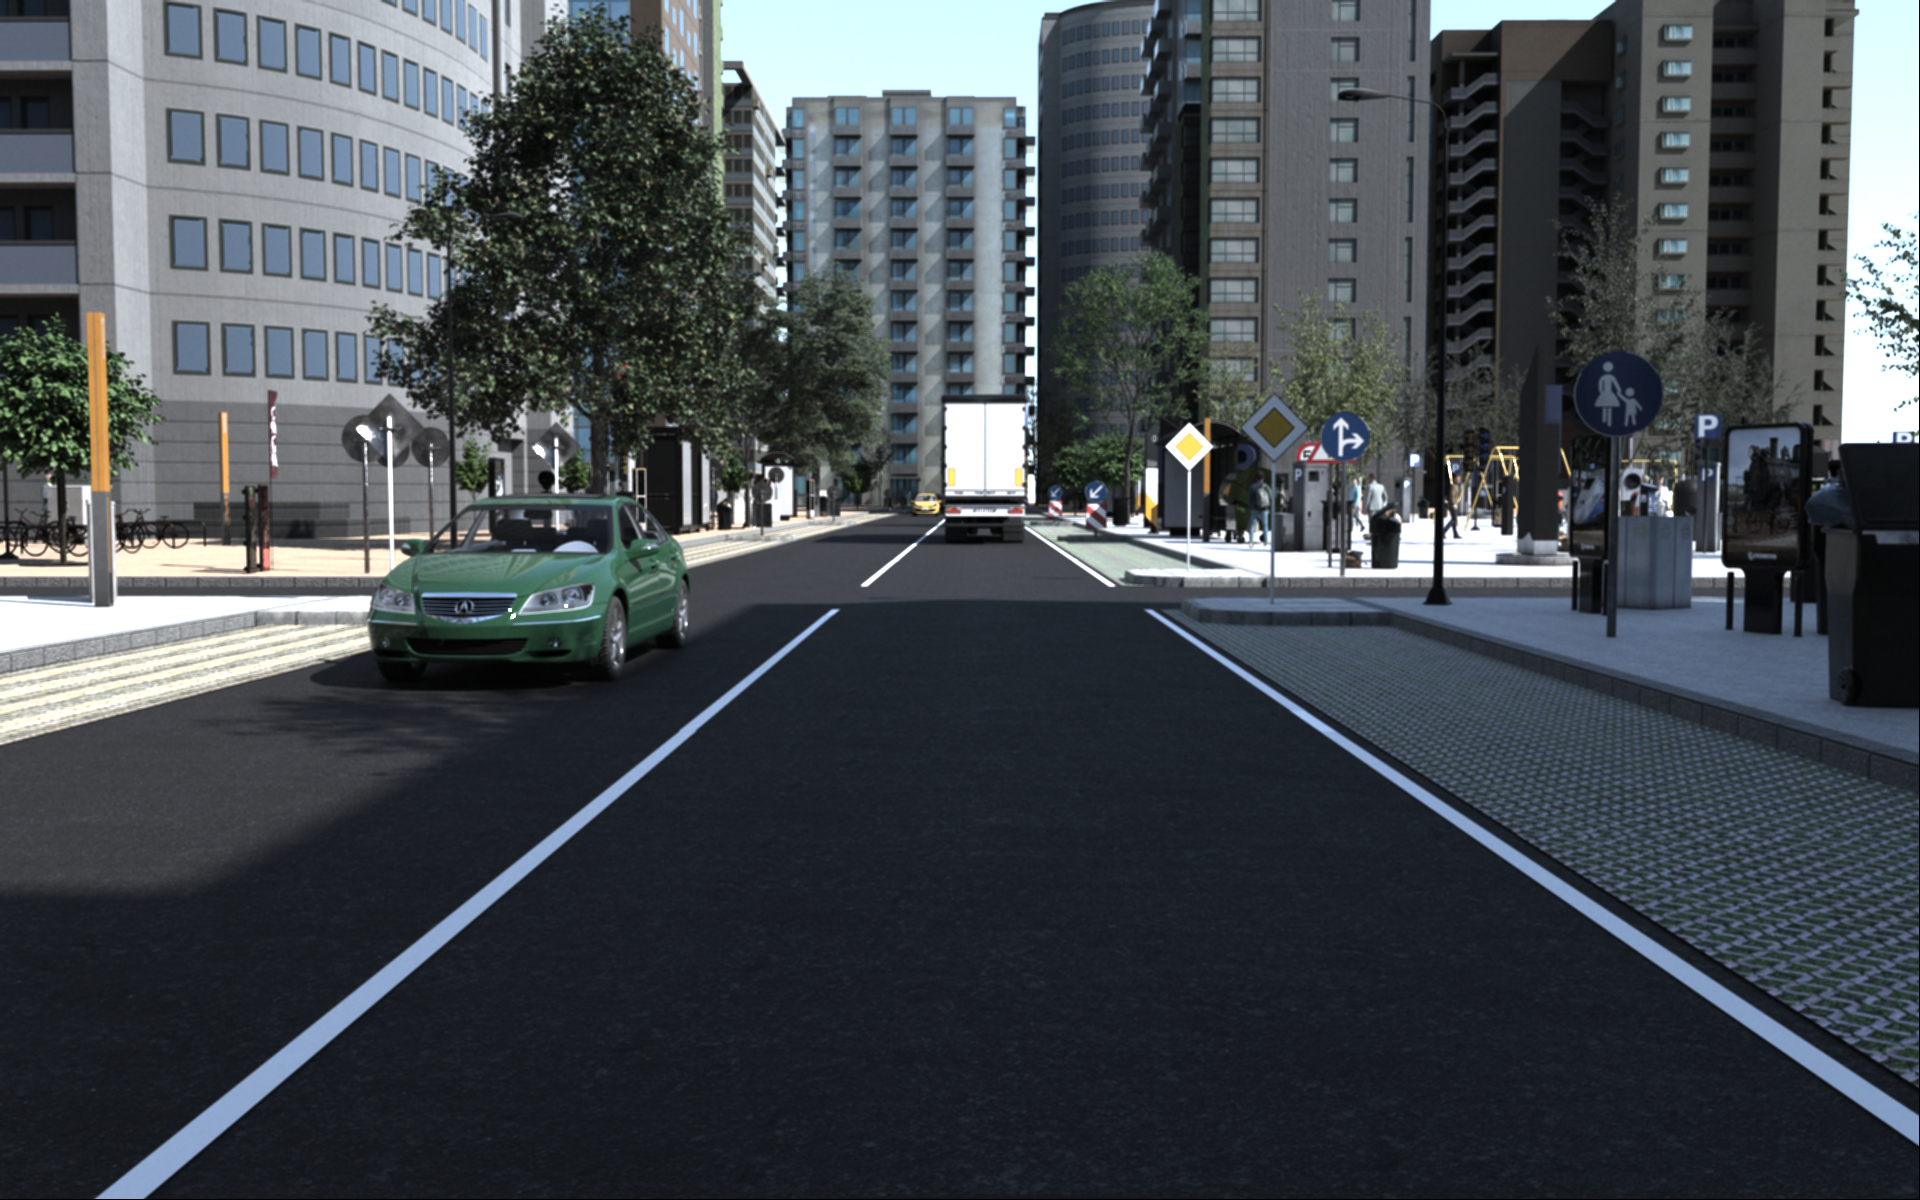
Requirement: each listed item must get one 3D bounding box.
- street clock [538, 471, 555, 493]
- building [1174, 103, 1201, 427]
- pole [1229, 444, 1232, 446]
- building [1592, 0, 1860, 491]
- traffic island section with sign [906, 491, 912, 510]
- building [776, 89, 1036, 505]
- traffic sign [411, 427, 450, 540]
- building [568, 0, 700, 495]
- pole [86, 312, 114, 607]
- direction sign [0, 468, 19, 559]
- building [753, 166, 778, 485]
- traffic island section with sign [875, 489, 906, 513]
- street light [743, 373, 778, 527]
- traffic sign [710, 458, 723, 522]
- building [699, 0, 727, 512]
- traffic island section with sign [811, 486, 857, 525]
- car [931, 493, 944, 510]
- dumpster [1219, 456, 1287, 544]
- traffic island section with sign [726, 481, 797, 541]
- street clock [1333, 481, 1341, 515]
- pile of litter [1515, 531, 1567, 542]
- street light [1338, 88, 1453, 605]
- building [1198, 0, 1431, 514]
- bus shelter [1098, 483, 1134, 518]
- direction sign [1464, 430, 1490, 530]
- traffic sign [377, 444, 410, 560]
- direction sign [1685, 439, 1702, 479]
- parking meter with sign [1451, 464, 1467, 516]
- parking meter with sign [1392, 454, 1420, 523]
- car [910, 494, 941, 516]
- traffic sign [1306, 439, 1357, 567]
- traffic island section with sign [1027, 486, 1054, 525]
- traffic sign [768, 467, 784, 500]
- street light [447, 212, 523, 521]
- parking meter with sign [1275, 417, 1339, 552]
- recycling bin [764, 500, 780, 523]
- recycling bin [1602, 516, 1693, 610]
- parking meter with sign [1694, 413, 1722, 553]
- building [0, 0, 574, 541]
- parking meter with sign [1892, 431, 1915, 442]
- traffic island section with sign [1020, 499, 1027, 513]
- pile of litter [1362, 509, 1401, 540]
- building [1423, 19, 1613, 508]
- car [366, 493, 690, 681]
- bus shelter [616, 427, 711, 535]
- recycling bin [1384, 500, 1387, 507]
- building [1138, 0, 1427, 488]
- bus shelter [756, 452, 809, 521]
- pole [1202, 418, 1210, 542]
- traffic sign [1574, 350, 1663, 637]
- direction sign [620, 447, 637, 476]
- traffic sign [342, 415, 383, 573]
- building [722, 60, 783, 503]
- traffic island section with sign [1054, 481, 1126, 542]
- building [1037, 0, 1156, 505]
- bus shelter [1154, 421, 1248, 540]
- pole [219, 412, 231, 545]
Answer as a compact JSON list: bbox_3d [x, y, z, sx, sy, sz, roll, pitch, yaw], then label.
[{"bbox_3d":[-12.984,-3.050,54.442,0.471,2.002,0.358,1,4,17],"label":"street clock"},{"bbox_3d":[23.078,-22.002,131.426,14.160,30.474,14.107,0,4,1],"label":"building"},{"bbox_3d":[8.954,-3.900,57.604,0.158,3.312,0.155,0,3,0],"label":"pole"},{"bbox_3d":[68.724,-32.730,158.830,21.600,48.544,21.300,0,4,1],"label":"building"},{"bbox_3d":[-5.060,-9.096,157.341,1.989,1.847,2.006,0,4,1],"label":"traffic island section with sign"},{"bbox_3d":[-6.348,-35.977,207.837,30.456,49.044,23.786,0,4,1],"label":"building"},{"bbox_3d":[-10.101,-2.016,33.076,0.768,2.556,0.104,0,4,3],"label":"traffic sign"},{"bbox_3d":[-24.471,-28.125,109.959,14.600,45.320,14.200,0,4,1],"label":"building"},{"bbox_3d":[-9.715,-1.573,19.566,0.158,3.312,0.155,0,3,0],"label":"pole"},{"bbox_3d":[-18.876,-2.584,34.238,0.379,3.537,0.876,0,4,6],"label":"direction sign"},{"bbox_3d":[-29.049,-33.795,202.652,14.200,45.320,14.600,0,4,1],"label":"building"},{"bbox_3d":[-5.313,-7.422,129.985,1.989,1.847,2.006,0,4,1],"label":"traffic island section with sign"},{"bbox_3d":[-7.679,-5.749,66.534,1.470,5.913,1.316,0,4,1],"label":"street light"},{"bbox_3d":[-8.842,-3.783,61.959,0.768,2.556,0.104,0,4,5],"label":"traffic sign"},{"bbox_3d":[-24.850,-26.949,124.204,14.154,41.232,14.086,0,4,1],"label":"building"},{"bbox_3d":[-5.780,-4.358,79.880,1.989,1.847,2.006,0,4,1],"label":"traffic island section with sign"},{"bbox_3d":[-2.362,-8.822,153.272,2.155,1.783,4.494,0,3,0],"label":"car"},{"bbox_3d":[7.632,-2.612,45.204,1.502,2.255,1.985,0,4,0],"label":"dumpster"},{"bbox_3d":[-6.039,-2.709,52.926,1.989,1.847,2.006,0,4,1],"label":"traffic island section with sign"},{"bbox_3d":[19.128,-5.108,88.078,0.471,2.002,0.358,2,4,30],"label":"street clock"},{"bbox_3d":[15.785,-1.996,46.593,1.719,0.858,1.176,0,4,6],"label":"pile of litter"},{"bbox_3d":[5.025,-2.903,20.007,1.470,5.913,1.316,0,4,1],"label":"street light"},{"bbox_3d":[23.024,-26.510,117.027,14.154,41.232,14.086,0,4,1],"label":"building"},{"bbox_3d":[8.619,-6.236,95.889,2.014,3.302,5.546,0,4,0],"label":"bus shelter"},{"bbox_3d":[18.236,-4.232,61.185,0.876,3.537,0.379,2,4,31],"label":"direction sign"},{"bbox_3d":[-11.014,-2.045,33.534,0.768,2.556,0.104,0,4,8],"label":"traffic sign"},{"bbox_3d":[30.402,-4.886,71.880,0.379,3.537,0.876,-1,4,-18],"label":"direction sign"},{"bbox_3d":[28.824,-6.340,99.928,0.543,3.016,1.738,2,4,32],"label":"parking meter with sign"},{"bbox_3d":[19.575,-4.912,76.573,0.543,3.016,1.738,-1,4,-20],"label":"parking meter with sign"},{"bbox_3d":[-2.215,-6.314,113.450,2.015,1.641,3.980,0,4,1],"label":"car"},{"bbox_3d":[6.502,-1.858,30.377,0.884,2.594,0.081,0,4,7],"label":"traffic sign"},{"bbox_3d":[4.235,-4.346,79.683,1.989,1.847,2.006,0,4,1],"label":"traffic island section with sign"},{"bbox_3d":[-8.603,-4.949,81.025,0.768,2.556,0.104,1,4,9],"label":"traffic sign"},{"bbox_3d":[-7.902,-3.437,28.732,1.470,5.913,1.316,0,4,1],"label":"street light"},{"bbox_3d":[7.814,-2.602,38.798,1.738,3.016,0.543,-2,4,-28],"label":"parking meter with sign"},{"bbox_3d":[-8.407,-3.917,76.600,0.722,1.027,0.722,-2,4,-24],"label":"recycling bin"},{"bbox_3d":[7.777,-0.432,19.621,0.722,1.027,0.722,-2,4,-32],"label":"recycling bin"},{"bbox_3d":[16.582,-2.572,38.311,0.543,3.016,1.738,2,4,28],"label":"parking meter with sign"},{"bbox_3d":[-27.441,-31.679,59.950,21.231,58.520,28.212,0,4,1],"label":"building"},{"bbox_3d":[26.371,-3.214,48.803,0.543,3.016,1.738,1,4,18],"label":"parking meter with sign"},{"bbox_3d":[4.712,-7.442,130.311,1.989,1.847,2.006,0,4,1],"label":"traffic island section with sign"},{"bbox_3d":[11.812,-2.107,48.420,1.176,0.858,1.719,2,4,28],"label":"pile of litter"},{"bbox_3d":[50.853,-31.321,162.203,14.200,45.320,14.600,0,4,1],"label":"building"},{"bbox_3d":[-3.506,-0.184,14.811,2.131,1.459,4.920,0,4,1],"label":"car"},{"bbox_3d":[-9.503,-4.749,55.274,2.179,5.291,8.768,0,4,1],"label":"bus shelter"},{"bbox_3d":[19.283,-4.115,79.833,0.722,1.027,0.722,1,4,18],"label":"recycling bin"},{"bbox_3d":[27.810,-32.700,154.248,23.786,49.044,30.456,0,4,1],"label":"building"},{"bbox_3d":[-8.706,-5.600,85.483,2.014,3.302,5.546,0,4,0],"label":"bus shelter"},{"bbox_3d":[6.627,-3.225,46.564,0.158,3.312,0.155,0,3,0],"label":"pole"},{"bbox_3d":[5.854,-0.941,15.489,0.768,2.556,0.104,0,4,6],"label":"traffic sign"},{"bbox_3d":[-14.303,-5.077,75.001,0.876,3.537,0.379,-3,5,-43],"label":"direction sign"},{"bbox_3d":[-9.587,-1.702,27.936,0.768,2.556,0.104,0,4,1],"label":"traffic sign"},{"bbox_3d":[-28.611,-28.283,154.313,23.993,40.220,32.217,0,4,1],"label":"building"},{"bbox_3d":[3.983,-2.697,52.729,1.989,1.847,2.006,0,4,1],"label":"traffic island section with sign"},{"bbox_3d":[23.547,-40.576,205.409,28.212,58.520,21.231,0,4,1],"label":"building"},{"bbox_3d":[6.980,-3.473,50.713,2.014,3.302,5.546,0,4,0],"label":"bus shelter"},{"bbox_3d":[-18.362,-3.021,43.240,0.158,3.312,0.155,0,3,0],"label":"pole"}]
